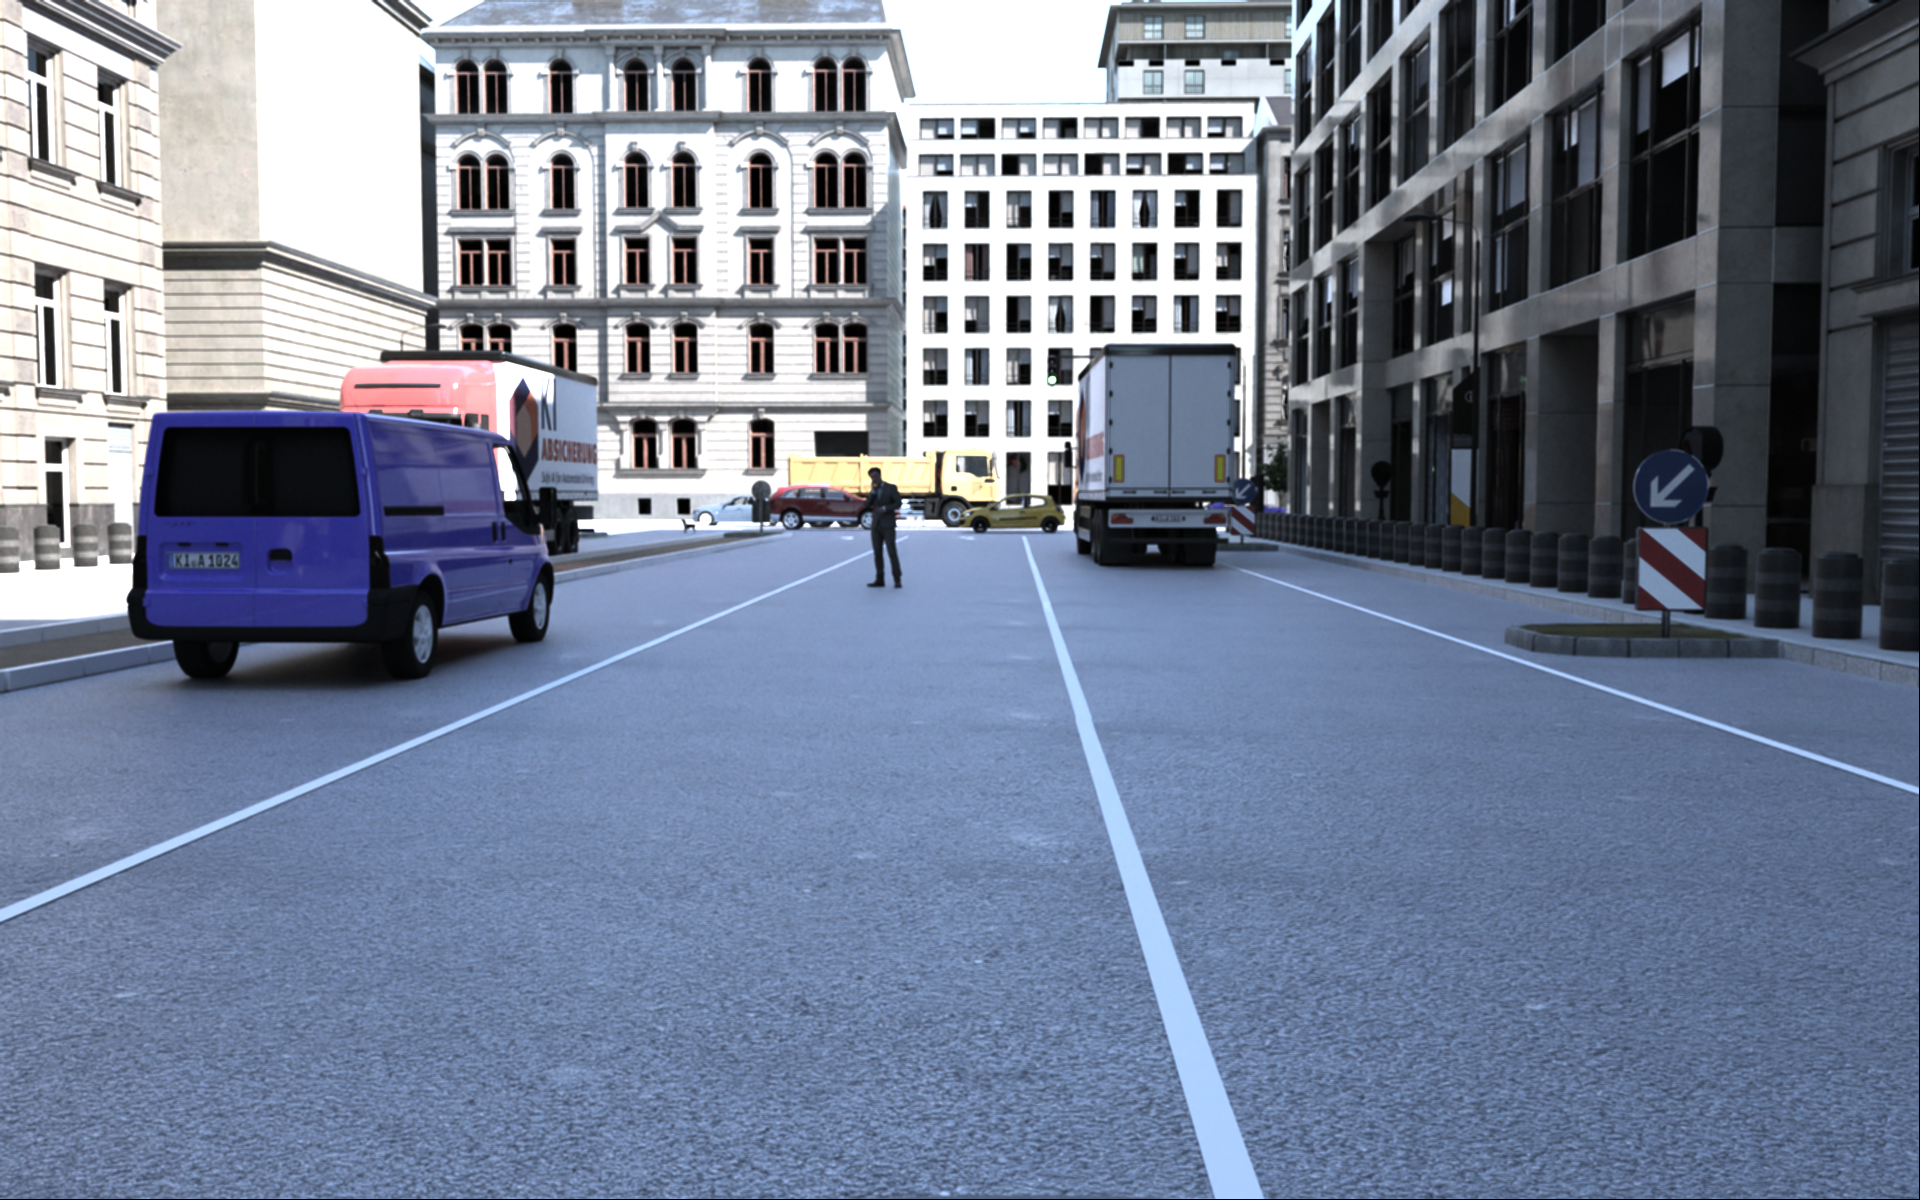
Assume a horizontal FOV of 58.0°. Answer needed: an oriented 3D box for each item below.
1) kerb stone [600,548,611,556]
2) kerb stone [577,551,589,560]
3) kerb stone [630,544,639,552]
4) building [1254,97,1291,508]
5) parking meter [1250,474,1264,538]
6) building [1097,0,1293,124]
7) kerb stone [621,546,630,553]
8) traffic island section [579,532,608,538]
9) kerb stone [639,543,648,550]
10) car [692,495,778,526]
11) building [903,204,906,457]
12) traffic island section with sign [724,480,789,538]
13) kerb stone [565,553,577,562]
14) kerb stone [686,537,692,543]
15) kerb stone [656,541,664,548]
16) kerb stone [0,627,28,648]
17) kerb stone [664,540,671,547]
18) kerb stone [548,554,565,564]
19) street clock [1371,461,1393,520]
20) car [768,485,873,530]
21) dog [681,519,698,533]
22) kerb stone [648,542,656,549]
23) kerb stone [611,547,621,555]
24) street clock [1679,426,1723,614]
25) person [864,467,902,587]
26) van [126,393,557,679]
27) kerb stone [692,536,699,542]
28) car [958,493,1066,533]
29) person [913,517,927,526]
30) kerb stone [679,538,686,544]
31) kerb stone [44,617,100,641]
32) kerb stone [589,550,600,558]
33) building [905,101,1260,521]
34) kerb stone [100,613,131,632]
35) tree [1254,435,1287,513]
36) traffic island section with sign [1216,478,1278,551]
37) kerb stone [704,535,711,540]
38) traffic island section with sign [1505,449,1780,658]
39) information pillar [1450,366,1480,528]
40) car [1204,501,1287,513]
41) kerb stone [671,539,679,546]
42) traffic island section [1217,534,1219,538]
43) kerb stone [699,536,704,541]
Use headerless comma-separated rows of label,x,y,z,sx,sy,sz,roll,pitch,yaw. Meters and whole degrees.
kerb stone,-8.270,-1.082,39.881,0.120,0.150,1.000,0,4,2
kerb stone,-8.329,-0.956,37.818,0.120,0.150,1.000,0,4,2
kerb stone,-8.187,-1.268,42.955,0.120,0.150,1.000,0,4,2
building,23.499,-14.521,86.568,18.267,20.994,9.793,0,4,2
parking meter,8.749,-2.778,51.133,0.399,1.863,0.255,3,4,36
building,29.544,-36.412,184.579,28.713,52.752,27.495,0,4,2
kerb stone,-8.217,-1.207,41.930,0.120,0.150,1.000,0,4,2
traffic island section,-12.916,-2.161,57.607,2.009,0.180,2.903,0,4,2
kerb stone,-8.156,-1.332,43.980,0.120,0.150,1.000,0,4,2
car,-9.877,-4.066,78.485,4.499,1.417,2.014,0,4,3
building,-17.505,-36.610,253.192,28.867,44.769,22.147,0,4,2
traffic island section with sign,-6.707,-3.029,57.664,2.006,1.907,1.989,0,4,2
kerb stone,-8.364,-0.892,36.785,0.120,0.150,1.000,0,4,2
kerb stone,-7.978,-1.706,50.170,0.120,0.150,1.000,0,4,2
kerb stone,-8.093,-1.458,46.040,0.120,0.150,1.000,0,4,2
kerb stone,-8.950,0.364,16.241,0.120,0.150,1.000,0,4,2
kerb stone,-8.067,-1.521,47.069,0.120,0.150,1.000,0,4,2
kerb stone,-8.394,-0.829,35.754,0.120,0.150,1.000,0,4,2
street clock,9.260,-2.048,38.054,0.471,2.002,0.358,1,4,12
car,-5.284,-3.786,70.570,5.304,1.827,2.281,0,4,1
dog,-9.903,-2.699,63.408,0.406,0.507,0.540,2,4,27
kerb stone,-8.127,-1.392,45.016,0.120,0.150,1.000,0,4,2
kerb stone,-8.249,-1.144,40.906,0.120,0.150,1.000,0,4,2
street clock,7.906,-0.854,18.530,0.358,2.002,0.471,-1,4,-10
person,-1.185,-1.122,26.645,0.655,1.846,0.447,2,4,28
van,-5.050,-0.656,15.116,2.240,2.365,5.245,0,4,2
kerb stone,-7.946,-1.774,51.194,0.120,0.150,1.000,0,4,2
car,1.933,-3.307,64.289,3.980,1.641,2.015,0,4,0
person,-1.798,-4.237,78.362,0.593,1.750,0.643,-3,5,-40
kerb stone,-8.011,-1.648,49.136,0.120,0.150,1.000,0,4,2
kerb stone,-8.922,0.302,17.269,0.120,0.150,1.000,0,4,2
kerb stone,-8.304,-1.019,38.857,0.120,0.150,1.000,0,4,2
building,5.970,-14.267,88.011,16.860,20.320,10.420,0,4,2
kerb stone,-8.895,0.239,18.296,0.120,0.150,1.000,0,4,2
tree,10.518,-3.822,57.098,1.663,3.219,1.824,0,3,0
traffic island section with sign,7.022,-2.181,44.294,1.989,1.847,2.006,0,4,2
kerb stone,-7.891,-1.900,53.254,0.120,0.150,1.000,0,4,2
traffic island section with sign,6.205,-0.457,16.106,1.989,1.847,2.006,0,4,2
information pillar,9.306,-2.478,31.868,0.504,3.616,0.183,1,4,19
car,12.753,-3.926,76.766,3.894,1.354,1.945,0,4,0
kerb stone,-8.035,-1.585,48.106,0.120,0.150,1.000,0,4,2
traffic island section,7.367,-2.125,57.024,2.009,0.180,2.903,0,4,2
kerb stone,-7.931,-1.837,52.229,0.120,0.150,1.000,0,4,2
